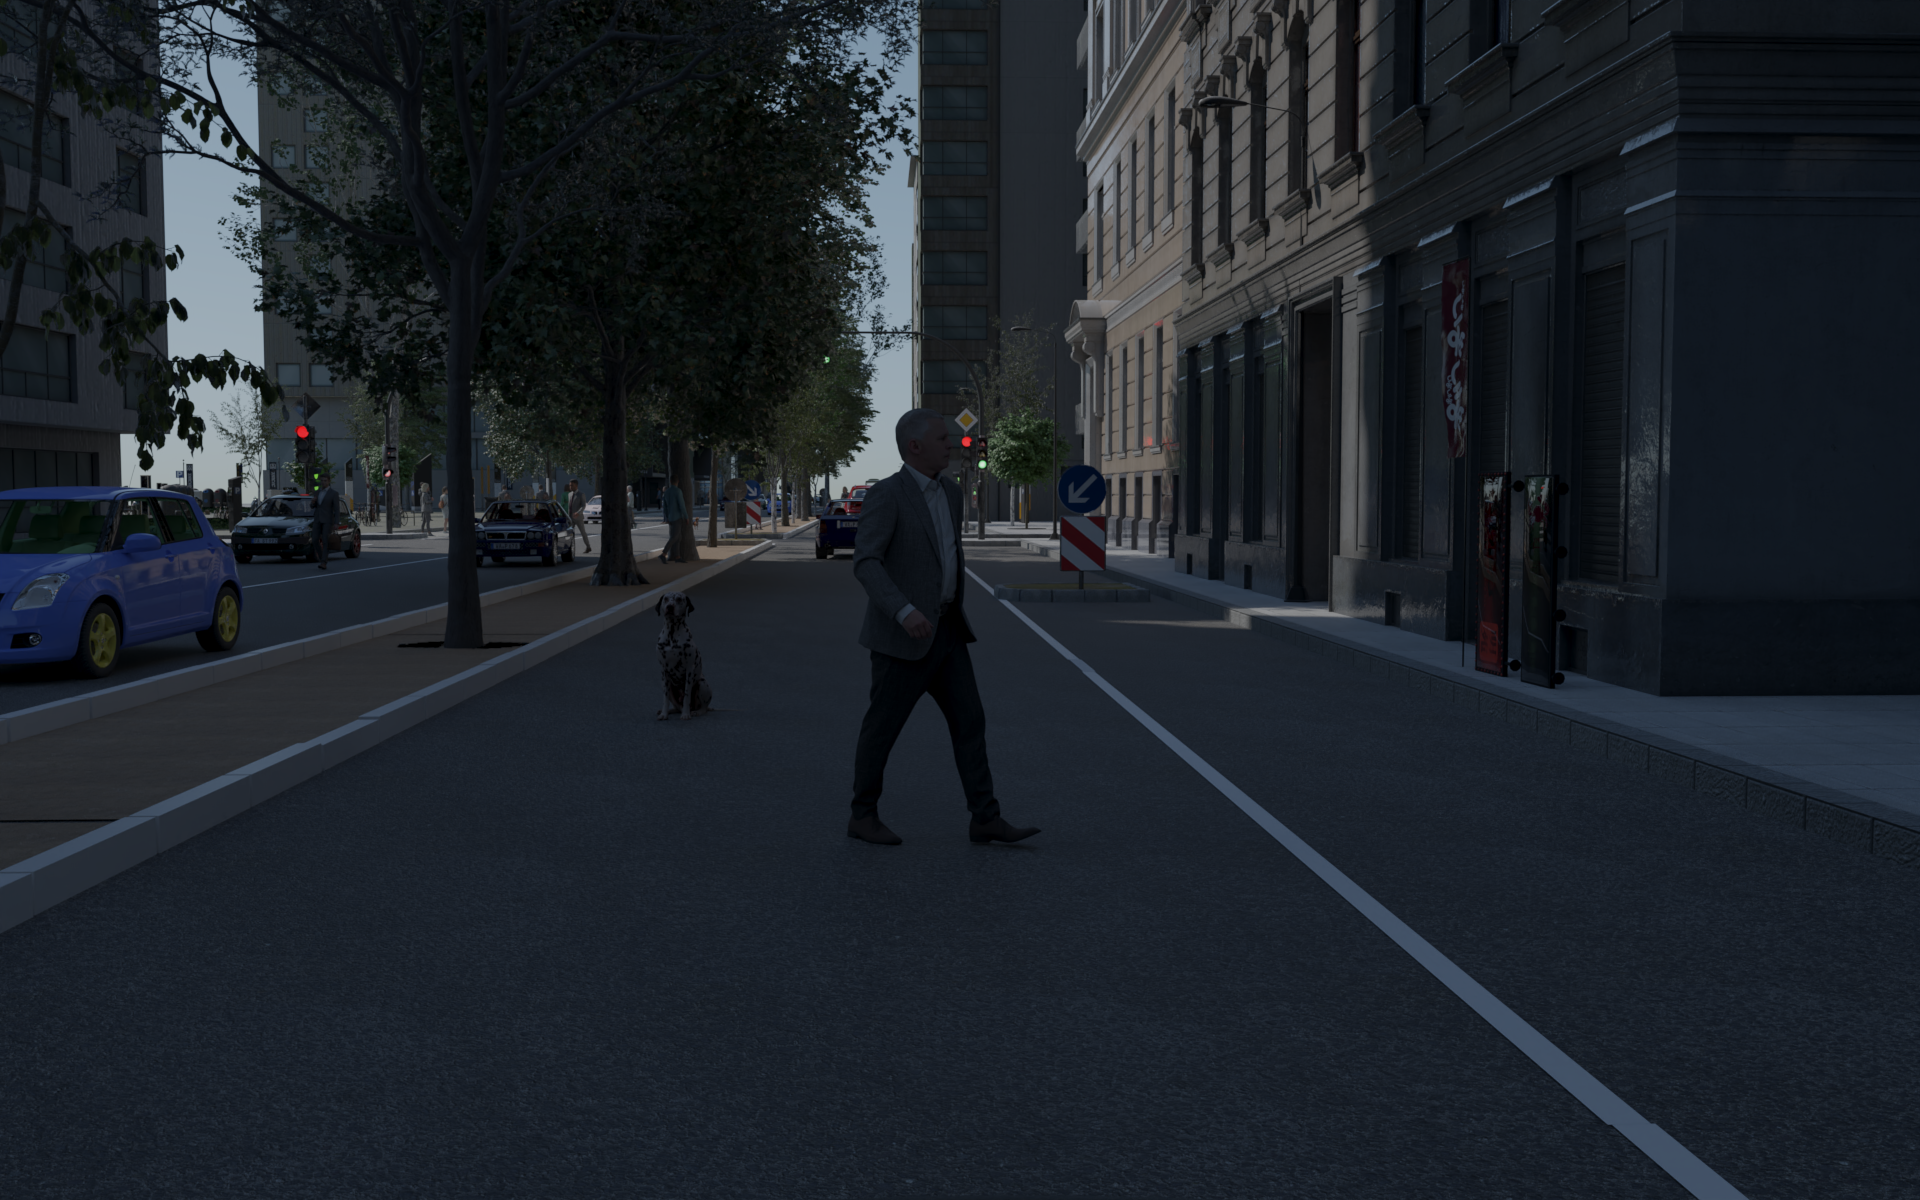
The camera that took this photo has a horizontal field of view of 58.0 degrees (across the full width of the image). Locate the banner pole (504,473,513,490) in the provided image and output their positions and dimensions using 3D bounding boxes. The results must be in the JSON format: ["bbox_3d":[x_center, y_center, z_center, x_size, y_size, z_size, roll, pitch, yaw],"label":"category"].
[{"bbox_3d":[-33.678,-8.495,128.906,0.863,3.779,0.401,-2,4,-35],"label":"banner pole"}]

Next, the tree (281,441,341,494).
[{"bbox_3d":[-20.566,-3.705,55.170,1.663,3.219,1.824,0,3,0],"label":"tree"}]

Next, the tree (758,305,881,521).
[{"bbox_3d":[-8.024,-10.370,90.139,7.486,12.596,7.792,0,3,0],"label":"tree"}]

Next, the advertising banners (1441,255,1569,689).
[{"bbox_3d":[3.792,-0.982,12.241,0.090,3.025,2.074,0,4,-6],"label":"advertising banners"}]

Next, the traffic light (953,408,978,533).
[{"bbox_3d":[0.188,-4.137,56.562,0.839,4.253,0.868,0,4,-3],"label":"traffic light"}]

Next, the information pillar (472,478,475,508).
[{"bbox_3d":[-21.891,-4.461,77.421,0.304,2.012,0.304,0,4,7],"label":"information pillar"}]

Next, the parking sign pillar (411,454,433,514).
[{"bbox_3d":[-35.643,-7.717,114.645,1.447,3.967,1.447,3,5,44],"label":"parking sign pillar"}]

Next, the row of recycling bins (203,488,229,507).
[{"bbox_3d":[-52.428,-7.006,121.664,3.534,1.692,1.069,0,4,1],"label":"row of recycling bins"}]

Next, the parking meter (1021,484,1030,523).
[{"bbox_3d":[2.871,-4.305,76.104,0.255,1.863,0.399,-1,4,-22],"label":"parking meter"}]

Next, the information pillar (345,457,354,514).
[{"bbox_3d":[-38.631,-7.229,109.552,0.183,3.616,0.504,3,5,43],"label":"information pillar"}]

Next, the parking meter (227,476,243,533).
[{"bbox_3d":[-23.976,-3.154,57.282,0.255,1.863,0.399,2,4,32],"label":"parking meter"}]

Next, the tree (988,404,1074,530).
[{"bbox_3d":[2.455,-4.855,63.095,4.285,4.588,4.351,0,3,0],"label":"tree"}]

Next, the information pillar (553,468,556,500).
[{"bbox_3d":[-29.312,-8.153,124.660,0.504,3.616,0.183,1,4,11],"label":"information pillar"}]

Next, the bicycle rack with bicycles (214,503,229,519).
[{"bbox_3d":[-30.978,-3.560,71.583,2.852,0.926,2.925,0,4,-3],"label":"bicycle rack with bicycles"}]

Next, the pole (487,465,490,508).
[{"bbox_3d":[-33.461,-7.897,122.965,0.158,3.312,0.155,0,3,0],"label":"pole"}]

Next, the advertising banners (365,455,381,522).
[{"bbox_3d":[-26.905,-5.086,79.348,0.090,3.025,2.074,0,4,-2],"label":"advertising banners"}]

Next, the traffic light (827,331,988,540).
[{"bbox_3d":[-1.509,-4.506,48.344,4.771,5.953,1.251,0,4,-3],"label":"traffic light"}]

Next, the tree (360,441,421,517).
[{"bbox_3d":[-32.084,-6.976,97.771,4.285,4.588,4.351,0,3,0],"label":"tree"}]

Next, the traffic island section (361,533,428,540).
[{"bbox_3d":[-18.391,-2.049,55.781,2.009,0.180,2.903,0,4,-3],"label":"traffic island section"}]

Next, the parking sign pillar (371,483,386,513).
[{"bbox_3d":[-38.677,-7.788,115.808,1.447,3.967,1.447,1,4,13],"label":"parking sign pillar"}]

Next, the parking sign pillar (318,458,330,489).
[{"bbox_3d":[-47.560,-8.591,128.928,1.447,3.967,1.447,1,4,13],"label":"parking sign pillar"}]

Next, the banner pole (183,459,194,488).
[{"bbox_3d":[-55.851,-8.270,125.235,0.863,3.779,0.401,-1,4,-21],"label":"banner pole"}]

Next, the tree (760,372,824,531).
[{"bbox_3d":[-7.176,-6.945,66.372,4.360,8.622,3.978,0,3,0],"label":"tree"}]

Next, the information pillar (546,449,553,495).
[{"bbox_3d":[-21.574,-6.073,90.643,0.183,3.616,0.504,-1,4,-19],"label":"information pillar"}]

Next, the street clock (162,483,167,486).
[{"bbox_3d":[-52.888,-6.764,115.156,0.358,2.002,0.471,1,4,15],"label":"street clock"}]

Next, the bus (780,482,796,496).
[{"bbox_3d":[-22.828,-14.881,238.158,2.948,3.499,13.247,0,4,-1],"label":"bus"}]

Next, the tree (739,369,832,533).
[{"bbox_3d":[-6.629,-6.646,61.477,4.737,8.622,4.395,0,3,0],"label":"tree"}]

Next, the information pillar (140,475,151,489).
[{"bbox_3d":[-31.494,-3.825,67.034,0.304,2.012,0.304,0,4,-3],"label":"information pillar"}]

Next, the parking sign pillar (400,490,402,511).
[{"bbox_3d":[-39.186,-8.022,119.624,1.447,3.967,1.447,2,4,25],"label":"parking sign pillar"}]

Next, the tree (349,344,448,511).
[{"bbox_3d":[-40.157,-12.676,125.372,7.486,12.596,7.792,0,3,0],"label":"tree"}]

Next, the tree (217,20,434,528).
[{"bbox_3d":[-22.144,-12.886,66.572,12.611,20.169,13.585,0,3,0],"label":"tree"}]

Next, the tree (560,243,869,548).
[{"bbox_3d":[-6.623,-6.646,45.537,8.767,10.594,7.601,0,4,-3],"label":"tree"}]

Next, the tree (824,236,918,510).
[{"bbox_3d":[-8.447,-16.323,125.225,12.611,20.169,13.585,0,3,0],"label":"tree"}]

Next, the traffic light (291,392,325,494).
[{"bbox_3d":[-17.963,-3.593,47.673,0.839,4.253,0.868,0,4,-3],"label":"traffic light"}]

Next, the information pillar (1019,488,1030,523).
[{"bbox_3d":[2.917,-5.300,78.008,0.504,3.616,0.183,-1,4,-18],"label":"information pillar"}]

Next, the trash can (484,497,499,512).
[{"bbox_3d":[-22.533,-4.384,83.324,0.748,1.137,0.748,0,3,0],"label":"trash can"}]

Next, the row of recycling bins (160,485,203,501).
[{"bbox_3d":[-34.937,-4.299,77.408,1.069,1.692,3.534,-1,4,-12],"label":"row of recycling bins"}]

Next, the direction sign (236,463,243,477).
[{"bbox_3d":[-52.303,-8.184,125.800,0.379,3.537,0.876,0,4,6],"label":"direction sign"}]

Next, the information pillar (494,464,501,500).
[{"bbox_3d":[-34.683,-8.474,129.901,0.504,3.616,0.183,-1,4,-18],"label":"information pillar"}]

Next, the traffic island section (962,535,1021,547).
[{"bbox_3d":[0.616,-1.616,48.703,2.009,0.180,2.903,0,4,-3],"label":"traffic island section"}]

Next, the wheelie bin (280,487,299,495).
[{"bbox_3d":[-29.039,-4.112,75.139,0.980,1.594,0.693,1,4,9],"label":"wheelie bin"}]

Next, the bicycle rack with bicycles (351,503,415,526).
[{"bbox_3d":[-23.143,-3.414,69.196,2.852,0.926,2.925,0,4,1],"label":"bicycle rack with bicycles"}]

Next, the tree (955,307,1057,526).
[{"bbox_3d":[2.024,-7.250,68.900,4.360,8.622,3.978,0,3,0],"label":"tree"}]

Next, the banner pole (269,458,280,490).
[{"bbox_3d":[-46.974,-7.884,118.923,0.863,3.779,0.401,-2,4,-24],"label":"banner pole"}]

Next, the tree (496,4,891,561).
[{"bbox_3d":[-5.910,-7.793,36.530,9.857,13.997,8.962,0,3,0],"label":"tree"}]

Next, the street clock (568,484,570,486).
[{"bbox_3d":[-28.816,-7.545,127.935,0.358,2.002,0.471,1,4,10],"label":"street clock"}]

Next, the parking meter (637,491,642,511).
[{"bbox_3d":[-24.241,-7.491,130.883,0.372,1.533,0.369,0,3,0],"label":"parking meter"}]

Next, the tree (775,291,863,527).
[{"bbox_3d":[-7.789,-9.030,75.858,9.928,11.665,9.643,0,3,0],"label":"tree"}]

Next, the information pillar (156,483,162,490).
[{"bbox_3d":[-51.825,-6.581,112.096,0.304,2.012,0.304,-2,4,-30],"label":"information pillar"}]

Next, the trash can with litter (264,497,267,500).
[{"bbox_3d":[-43.293,-5.922,108.218,0.624,1.170,1.055,-3,4,-37],"label":"trash can with litter"}]

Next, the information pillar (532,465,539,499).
[{"bbox_3d":[-31.182,-8.318,127.361,0.504,3.616,0.183,1,4,13],"label":"information pillar"}]

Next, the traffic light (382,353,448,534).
[{"bbox_3d":[-16.266,-4.961,55.784,4.771,5.953,1.251,0,4,-3],"label":"traffic light"}]

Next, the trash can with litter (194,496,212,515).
[{"bbox_3d":[-46.906,-5.858,107.158,1.055,1.170,0.624,-2,4,-33],"label":"trash can with litter"}]

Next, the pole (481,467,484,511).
[{"bbox_3d":[-35.750,-8.303,129.602,0.158,3.312,0.155,0,3,0],"label":"pole"}]
